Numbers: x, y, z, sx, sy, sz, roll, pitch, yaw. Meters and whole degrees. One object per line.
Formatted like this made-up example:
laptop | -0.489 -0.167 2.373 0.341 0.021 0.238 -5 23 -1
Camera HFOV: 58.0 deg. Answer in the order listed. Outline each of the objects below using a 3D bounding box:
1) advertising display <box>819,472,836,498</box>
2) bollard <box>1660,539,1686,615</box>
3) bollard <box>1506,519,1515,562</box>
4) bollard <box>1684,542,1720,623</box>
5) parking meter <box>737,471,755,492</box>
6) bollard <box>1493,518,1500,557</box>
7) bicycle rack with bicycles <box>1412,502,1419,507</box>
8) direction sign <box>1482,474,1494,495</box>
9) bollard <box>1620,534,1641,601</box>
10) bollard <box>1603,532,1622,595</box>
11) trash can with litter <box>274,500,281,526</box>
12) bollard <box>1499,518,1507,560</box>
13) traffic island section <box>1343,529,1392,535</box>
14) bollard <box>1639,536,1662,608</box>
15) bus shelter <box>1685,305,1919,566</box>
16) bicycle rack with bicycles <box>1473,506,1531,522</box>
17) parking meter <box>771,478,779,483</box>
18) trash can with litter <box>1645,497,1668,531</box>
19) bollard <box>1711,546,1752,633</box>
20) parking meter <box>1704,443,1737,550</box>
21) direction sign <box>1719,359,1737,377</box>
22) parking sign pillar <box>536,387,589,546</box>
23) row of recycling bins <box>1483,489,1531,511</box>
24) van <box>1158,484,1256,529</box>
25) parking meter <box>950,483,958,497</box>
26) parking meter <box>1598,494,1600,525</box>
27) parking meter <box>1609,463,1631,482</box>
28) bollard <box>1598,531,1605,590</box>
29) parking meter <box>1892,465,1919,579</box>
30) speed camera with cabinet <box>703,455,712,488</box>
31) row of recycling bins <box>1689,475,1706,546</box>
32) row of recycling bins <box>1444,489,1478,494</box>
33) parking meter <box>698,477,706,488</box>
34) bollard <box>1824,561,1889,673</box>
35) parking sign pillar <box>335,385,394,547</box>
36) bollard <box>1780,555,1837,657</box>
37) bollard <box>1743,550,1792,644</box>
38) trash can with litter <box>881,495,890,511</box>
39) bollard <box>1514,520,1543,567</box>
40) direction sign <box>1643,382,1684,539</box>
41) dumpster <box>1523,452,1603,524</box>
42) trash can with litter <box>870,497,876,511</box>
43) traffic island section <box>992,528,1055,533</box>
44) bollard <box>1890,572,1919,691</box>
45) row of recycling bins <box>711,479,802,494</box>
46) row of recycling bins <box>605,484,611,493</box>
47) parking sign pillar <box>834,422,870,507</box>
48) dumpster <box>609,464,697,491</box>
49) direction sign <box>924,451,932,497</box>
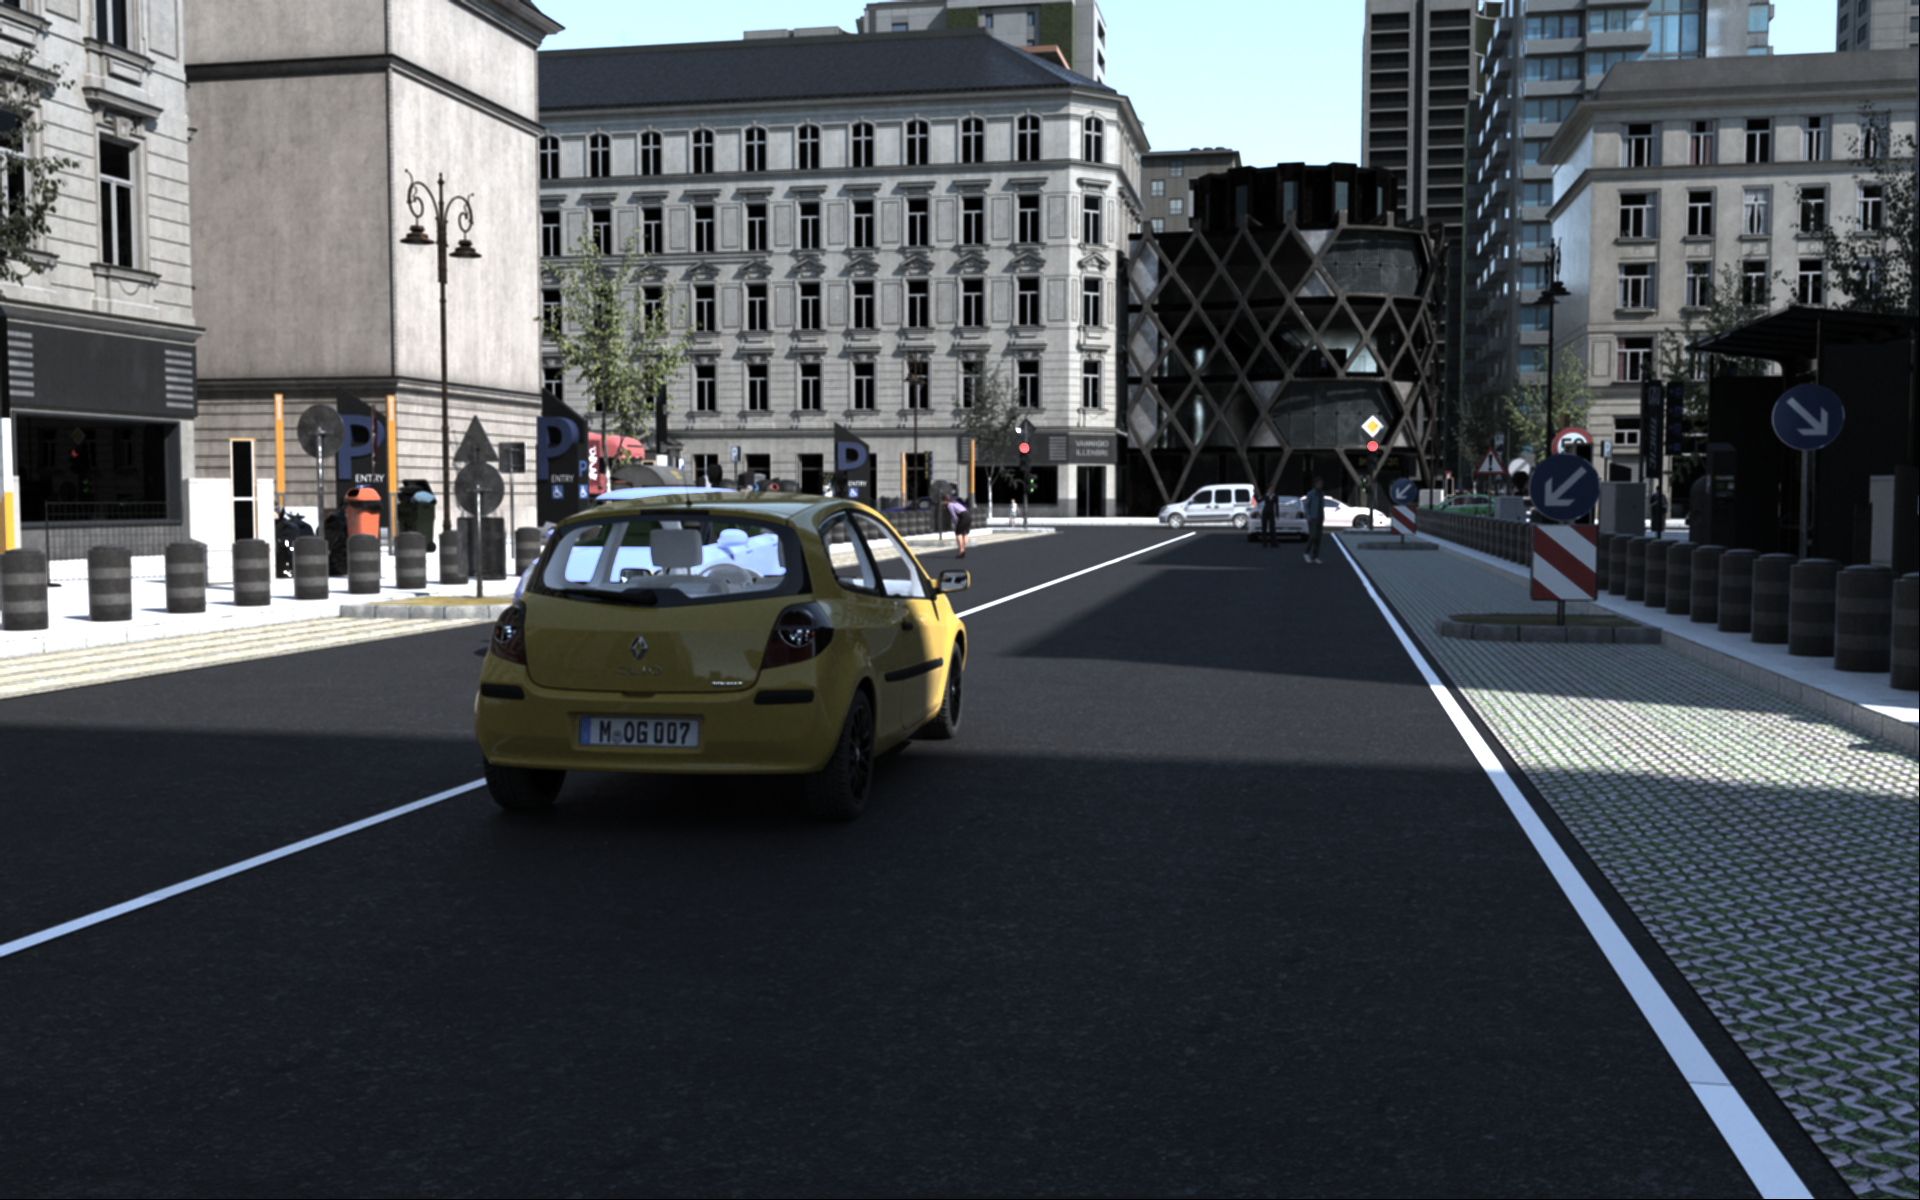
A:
advertising display | -3.949 -2.842 51.685 0.123 1.923 0.974 1 4 20
bollard | 7.775 -0.233 18.534 0.404 0.777 0.398 0 3 0
bollard | 10.605 -1.101 32.723 0.404 0.777 0.398 0 3 0
bollard | 7.541 -0.161 17.355 0.404 0.777 0.398 0 3 0
parking meter | -5.384 -2.317 43.599 0.255 1.863 0.399 3 5 39
bollard | 11.079 -1.246 35.097 0.404 0.777 0.398 0 3 0
bicycle rack with bicycles | 31.368 -6.222 115.110 2.925 0.926 2.852 1 4 19
direction sign | 31.895 -6.891 104.660 0.379 3.537 0.876 -2 4 -29
bollard | 8.248 -0.378 20.890 0.404 0.777 0.398 0 3 0
bollard | 8.484 -0.450 22.068 0.404 0.777 0.398 0 3 0
trash can with litter | -13.569 -1.339 33.288 1.055 1.170 0.624 0 4 -7
bollard | 10.843 -1.174 33.910 0.404 0.777 0.398 0 3 0
traffic island section | 14.709 -2.422 61.876 2.009 0.180 2.903 1 4 11
bollard | 8.012 -0.305 19.712 0.404 0.777 0.398 0 3 0
bus shelter | 11.776 -2.031 24.498 1.731 3.624 6.357 1 4 11
bicycle rack with bicycles | 16.598 -2.445 53.359 2.925 0.926 2.852 0 4 -7
parking meter | -6.589 -3.393 61.190 0.399 1.863 0.255 1 4 10
trash can with litter | 23.760 -2.946 59.559 1.055 1.170 0.624 1 4 15
bollard | 7.299 -0.089 16.167 0.404 0.777 0.398 0 3 0
parking meter | 8.609 -0.851 19.628 0.255 1.863 0.399 1 4 10
direction sign | 12.987 -2.287 29.387 0.379 3.537 0.876 3 5 40
parking sign pillar | -9.995 -3.366 43.506 1.447 3.967 1.447 2 4 25
row of recycling bins | 40.790 -7.482 129.435 3.534 1.692 1.069 1 4 11
van | 10.295 -3.972 71.955 4.112 2.044 2.013 1 4 9
parking meter | -0.320 -5.027 87.898 0.399 1.863 0.255 0 4 -8
parking meter | 21.950 -3.096 59.024 0.372 1.533 0.369 0 3 0
parking meter | 12.440 -1.646 32.631 0.399 1.863 0.255 1 4 11
bollard | 8.717 -0.522 23.247 0.404 0.777 0.398 0 3 0
parking meter | 8.320 -0.407 15.069 0.372 1.533 0.369 0 3 0
speed camera with cabinet | -12.532 -5.684 87.272 0.660 3.252 2.038 -1 4 -16
row of recycling bins | 16.773 -1.726 35.340 3.534 1.692 1.069 0 4 4
row of recycling bins | 40.511 -8.165 140.615 3.534 1.692 1.069 -2 4 -25
parking meter | -8.811 -3.267 59.129 0.255 1.863 0.399 0 4 -4
bollard | 6.592 0.129 12.600 0.404 0.777 0.398 0 3 0
parking sign pillar | -14.664 -3.314 42.658 1.447 3.967 1.447 0 4 -6
bollard | 6.829 0.056 13.796 0.404 0.777 0.398 0 3 0
bollard | 7.069 -0.016 14.975 0.404 0.777 0.398 0 3 0
trash can with litter | -7.504 -8.794 154.836 1.678 1.210 2.233 -1 4 -18
bollard | 10.367 -1.028 31.531 0.404 0.777 0.398 0 3 0
direction sign | 14.152 -2.628 34.971 0.876 3.537 0.379 -1 4 -9
dumpster | 13.795 -2.275 39.683 1.502 2.255 1.985 1 4 11
trash can with litter | -4.339 -4.745 88.969 1.055 1.170 0.624 0 4 -6
traffic island section | 2.410 -2.571 64.325 2.009 0.180 2.903 1 4 11
bollard | 6.353 0.203 11.390 0.404 0.777 0.398 0 3 0
row of recycling bins | -5.703 -2.518 48.283 1.069 1.692 3.534 2 4 32
row of recycling bins | -11.945 -3.649 66.771 3.534 1.692 1.069 0 4 0
parking sign pillar | -4.013 -4.656 64.605 1.447 3.967 1.447 -1 4 -11
dumpster | -6.175 -1.772 34.723 1.264 1.857 1.865 1 4 11
direction sign | -1.669 -6.104 91.795 0.379 3.537 0.876 2 4 26
